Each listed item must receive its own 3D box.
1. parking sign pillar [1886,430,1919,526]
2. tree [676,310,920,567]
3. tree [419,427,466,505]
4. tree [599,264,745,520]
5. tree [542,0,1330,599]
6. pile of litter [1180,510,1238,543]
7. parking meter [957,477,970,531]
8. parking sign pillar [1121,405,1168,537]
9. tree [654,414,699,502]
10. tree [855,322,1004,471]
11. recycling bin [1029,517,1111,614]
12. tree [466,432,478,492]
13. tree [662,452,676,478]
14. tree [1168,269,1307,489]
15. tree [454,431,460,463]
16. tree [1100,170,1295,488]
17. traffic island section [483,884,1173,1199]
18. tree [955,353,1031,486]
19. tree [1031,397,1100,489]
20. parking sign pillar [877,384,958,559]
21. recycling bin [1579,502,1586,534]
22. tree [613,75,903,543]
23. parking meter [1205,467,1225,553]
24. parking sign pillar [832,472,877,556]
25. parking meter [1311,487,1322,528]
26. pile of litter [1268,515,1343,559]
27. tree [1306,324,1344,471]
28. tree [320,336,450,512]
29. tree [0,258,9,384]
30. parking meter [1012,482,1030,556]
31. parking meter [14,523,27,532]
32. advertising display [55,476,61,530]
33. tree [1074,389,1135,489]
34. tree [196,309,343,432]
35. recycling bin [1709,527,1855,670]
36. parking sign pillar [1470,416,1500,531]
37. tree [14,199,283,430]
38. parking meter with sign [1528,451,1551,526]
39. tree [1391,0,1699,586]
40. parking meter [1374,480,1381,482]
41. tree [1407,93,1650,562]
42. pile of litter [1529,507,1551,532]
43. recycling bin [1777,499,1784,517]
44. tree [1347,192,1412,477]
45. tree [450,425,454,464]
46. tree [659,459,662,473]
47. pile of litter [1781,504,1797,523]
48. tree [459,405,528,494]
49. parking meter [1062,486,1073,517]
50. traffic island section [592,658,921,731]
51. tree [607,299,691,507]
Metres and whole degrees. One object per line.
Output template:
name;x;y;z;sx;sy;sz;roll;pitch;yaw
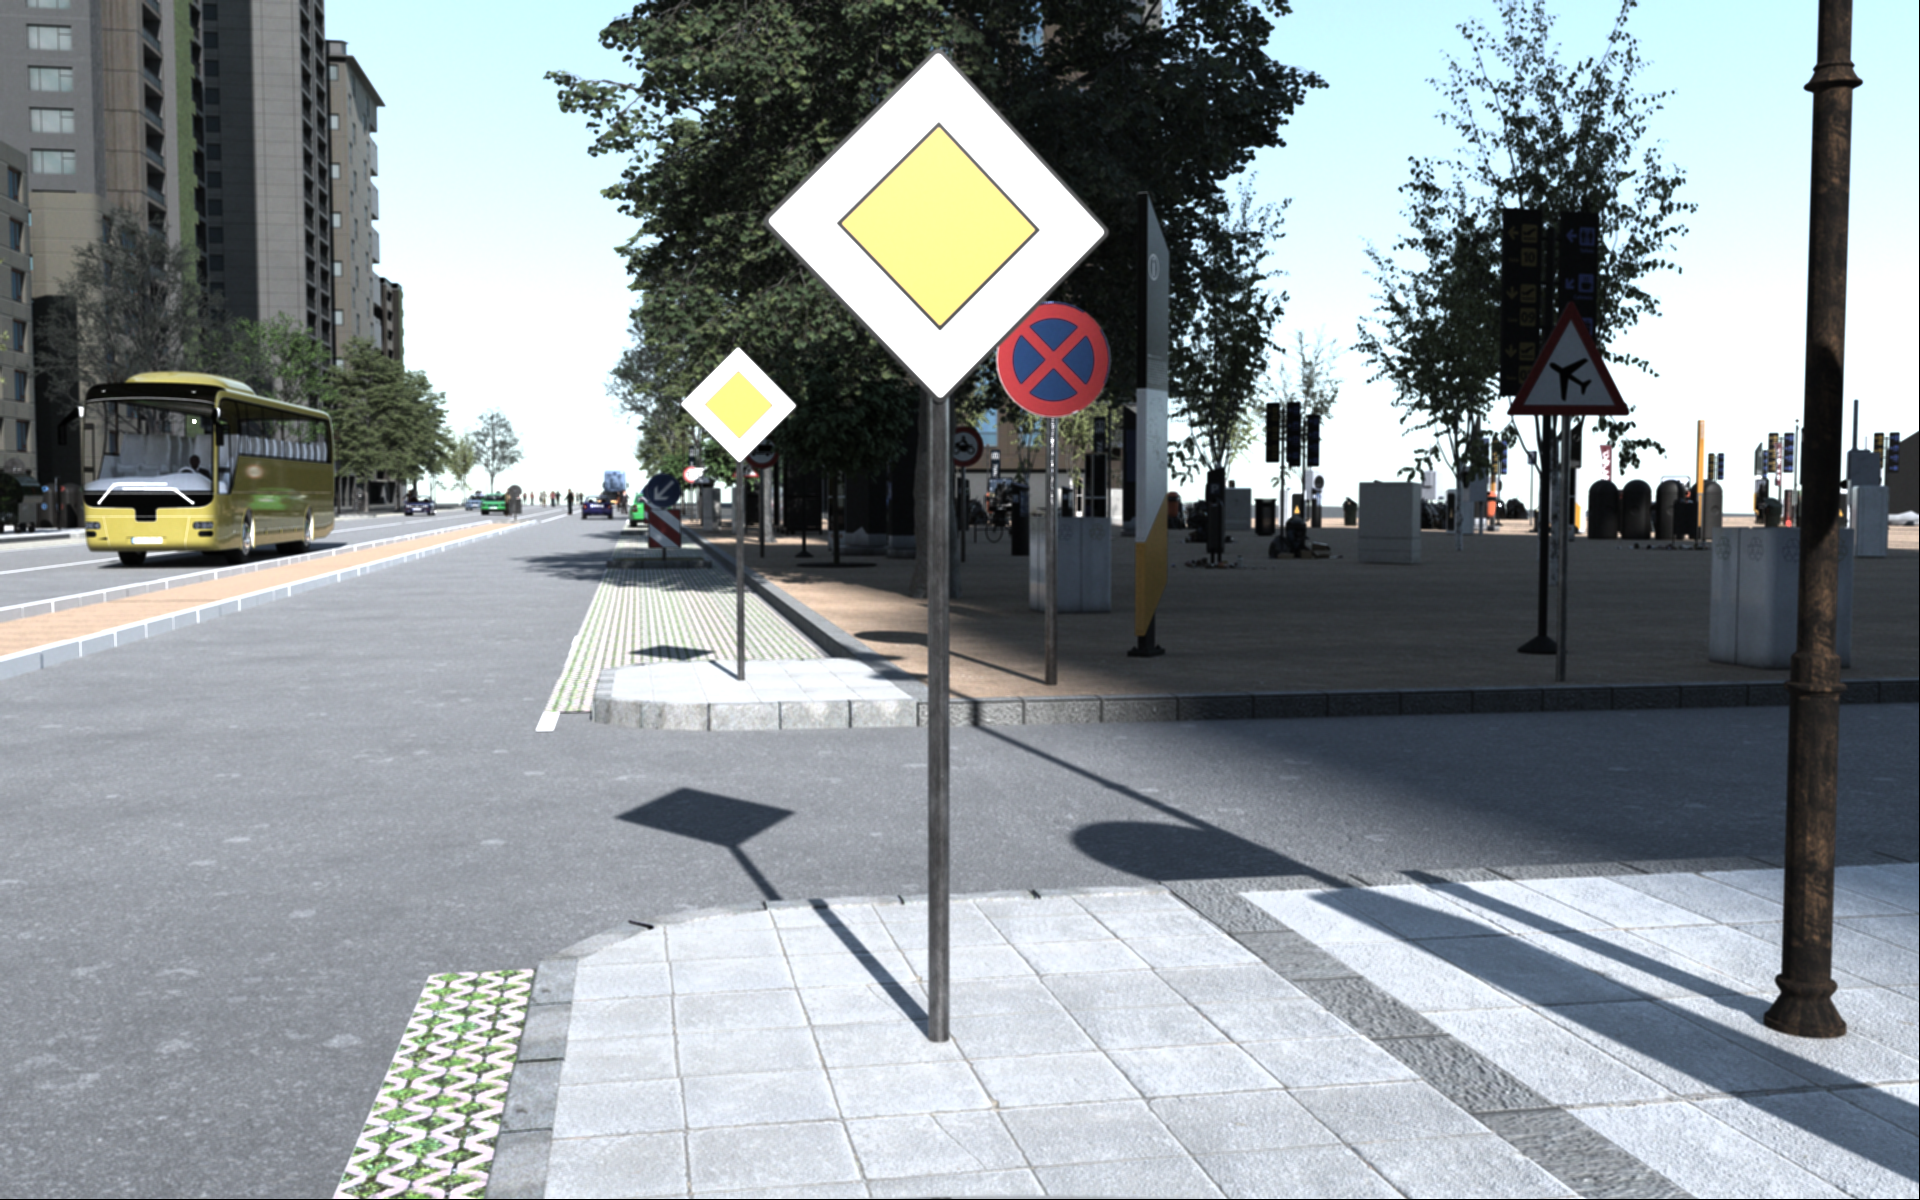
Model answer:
parking sign pillar;38.396;-5.014;70.453;1.447;3.967;1.447;1;4;17
tree;-2.138;-2.885;30.878;4.285;4.588;4.351;0;3;0
tree;-51.754;-13.418;169.745;4.737;8.622;4.395;0;3;0
tree;-12.978;-10.807;87.058;12.009;13.543;11.850;0;3;0
tree;-0.193;-7.005;21.180;9.857;13.997;8.962;0;3;0
pile of litter;6.500;-1.959;45.991;1.719;0.858;1.176;3;5;42
parking meter;0.120;-3.356;60.575;0.399;1.863;0.255;2;4;35
parking sign pillar;5.596;-3.913;52.443;1.447;3.967;1.447;0;4;0
tree;-24.215;-12.178;149.479;4.737;8.622;4.395;0;3;0
tree;-0.777;-6.426;55.430;4.360;8.622;3.978;0;3;0
recycling bin;1.199;-0.390;18.923;0.722;1.027;0.722;-1;4;-16
tree;-58.537;-15.465;203.210;4.737;8.622;4.395;0;3;0
tree;-8.326;-4.976;65.074;4.285;4.588;4.351;0;3;0
tree;8.567;-6.539;57.277;4.360;8.622;3.978;0;3;0
tree;-49.313;-14.597;156.790;7.486;12.596;7.792;0;3;0
tree;5.849;-5.480;39.952;4.737;8.622;4.395;0;3;0
traffic island section;-0.031;1.113;4.091;2.009;0.180;2.903;-1;4;-10
tree;-0.077;-7.850;78.704;4.737;8.622;4.395;0;3;0
tree;5.304;-7.876;79.132;4.737;8.622;4.395;0;3;0
parking sign pillar;-0.771;-2.830;34.746;1.447;3.967;1.447;-1;4;-13
recycling bin;19.860;-2.668;56.169;0.722;1.027;0.722;1;4;13
tree;-5.108;-7.756;44.936;7.486;12.596;7.792;0;3;0
parking meter;5.536;-1.949;37.582;0.399;1.863;0.255;1;4;20
parking sign pillar;-1.990;-2.940;36.548;1.447;3.967;1.447;-2;4;-26
parking meter;13.631;-3.536;66.227;0.372;1.533;0.369;0;3;0
pile of litter;6.915;-1.269;34.711;1.719;0.858;1.176;-1;4;-11
tree;14.706;-7.610;74.785;4.360;8.622;3.978;0;3;0
tree;-42.502;-12.621;124.472;7.486;12.596;7.792;0;3;0
tree;-29.104;-6.049;49.272;4.737;8.622;4.395;0;3;0
parking meter;1.264;-1.699;36.183;0.372;1.533;0.369;0;3;0
parking meter;-32.058;-3.097;59.040;0.372;1.533;0.369;0;3;0
advertising display;-32.745;-3.528;62.892;0.123;1.923;0.974;-2;4;-31
tree;6.871;-8.281;85.753;4.360;8.622;3.978;0;3;0
tree;-39.102;-10.585;98.818;9.928;11.665;9.643;0;3;0
recycling bin;6.156;-0.027;12.997;0.722;1.027;0.722;-1;4;-12
parking sign pillar;18.051;-4.390;60.242;1.447;3.967;1.447;0;4;8
tree;-34.214;-9.954;73.121;12.009;13.543;11.850;0;3;0
parking meter with sign;23.875;-4.516;70.090;1.738;3.016;0.543;-1;4;-14
tree;8.183;-4.491;23.798;4.360;8.622;3.978;0;3;0
parking meter;17.411;-4.051;71.951;0.399;1.863;0.255;-1;4;-10
tree;10.967;-5.033;32.650;4.737;8.622;4.395;0;3;0
pile of litter;19.882;-2.732;58.633;1.176;0.858;1.719;1;4;21
recycling bin;40.313;-4.447;85.267;0.722;1.027;0.722;3;4;37
tree;11.130;-5.423;39.033;4.737;8.622;4.395;0;3;0
tree;-47.728;-13.941;146.064;7.486;12.596;7.792;0;3;0
tree;-18.939;-8.222;118.145;4.285;4.588;4.351;0;3;0
pile of litter;37.535;-3.940;78.391;1.719;0.858;1.176;-3;4;-36
tree;-63.708;-19.896;235.662;12.009;13.543;11.850;0;3;0
parking meter;3.512;-2.950;56.652;0.372;1.533;0.369;0;3;0
traffic island section;-1.488;0.632;11.942;2.009;0.180;2.903;-1;4;-10
tree;-30.052;-19.271;170.971;12.611;20.169;13.585;0;3;0
